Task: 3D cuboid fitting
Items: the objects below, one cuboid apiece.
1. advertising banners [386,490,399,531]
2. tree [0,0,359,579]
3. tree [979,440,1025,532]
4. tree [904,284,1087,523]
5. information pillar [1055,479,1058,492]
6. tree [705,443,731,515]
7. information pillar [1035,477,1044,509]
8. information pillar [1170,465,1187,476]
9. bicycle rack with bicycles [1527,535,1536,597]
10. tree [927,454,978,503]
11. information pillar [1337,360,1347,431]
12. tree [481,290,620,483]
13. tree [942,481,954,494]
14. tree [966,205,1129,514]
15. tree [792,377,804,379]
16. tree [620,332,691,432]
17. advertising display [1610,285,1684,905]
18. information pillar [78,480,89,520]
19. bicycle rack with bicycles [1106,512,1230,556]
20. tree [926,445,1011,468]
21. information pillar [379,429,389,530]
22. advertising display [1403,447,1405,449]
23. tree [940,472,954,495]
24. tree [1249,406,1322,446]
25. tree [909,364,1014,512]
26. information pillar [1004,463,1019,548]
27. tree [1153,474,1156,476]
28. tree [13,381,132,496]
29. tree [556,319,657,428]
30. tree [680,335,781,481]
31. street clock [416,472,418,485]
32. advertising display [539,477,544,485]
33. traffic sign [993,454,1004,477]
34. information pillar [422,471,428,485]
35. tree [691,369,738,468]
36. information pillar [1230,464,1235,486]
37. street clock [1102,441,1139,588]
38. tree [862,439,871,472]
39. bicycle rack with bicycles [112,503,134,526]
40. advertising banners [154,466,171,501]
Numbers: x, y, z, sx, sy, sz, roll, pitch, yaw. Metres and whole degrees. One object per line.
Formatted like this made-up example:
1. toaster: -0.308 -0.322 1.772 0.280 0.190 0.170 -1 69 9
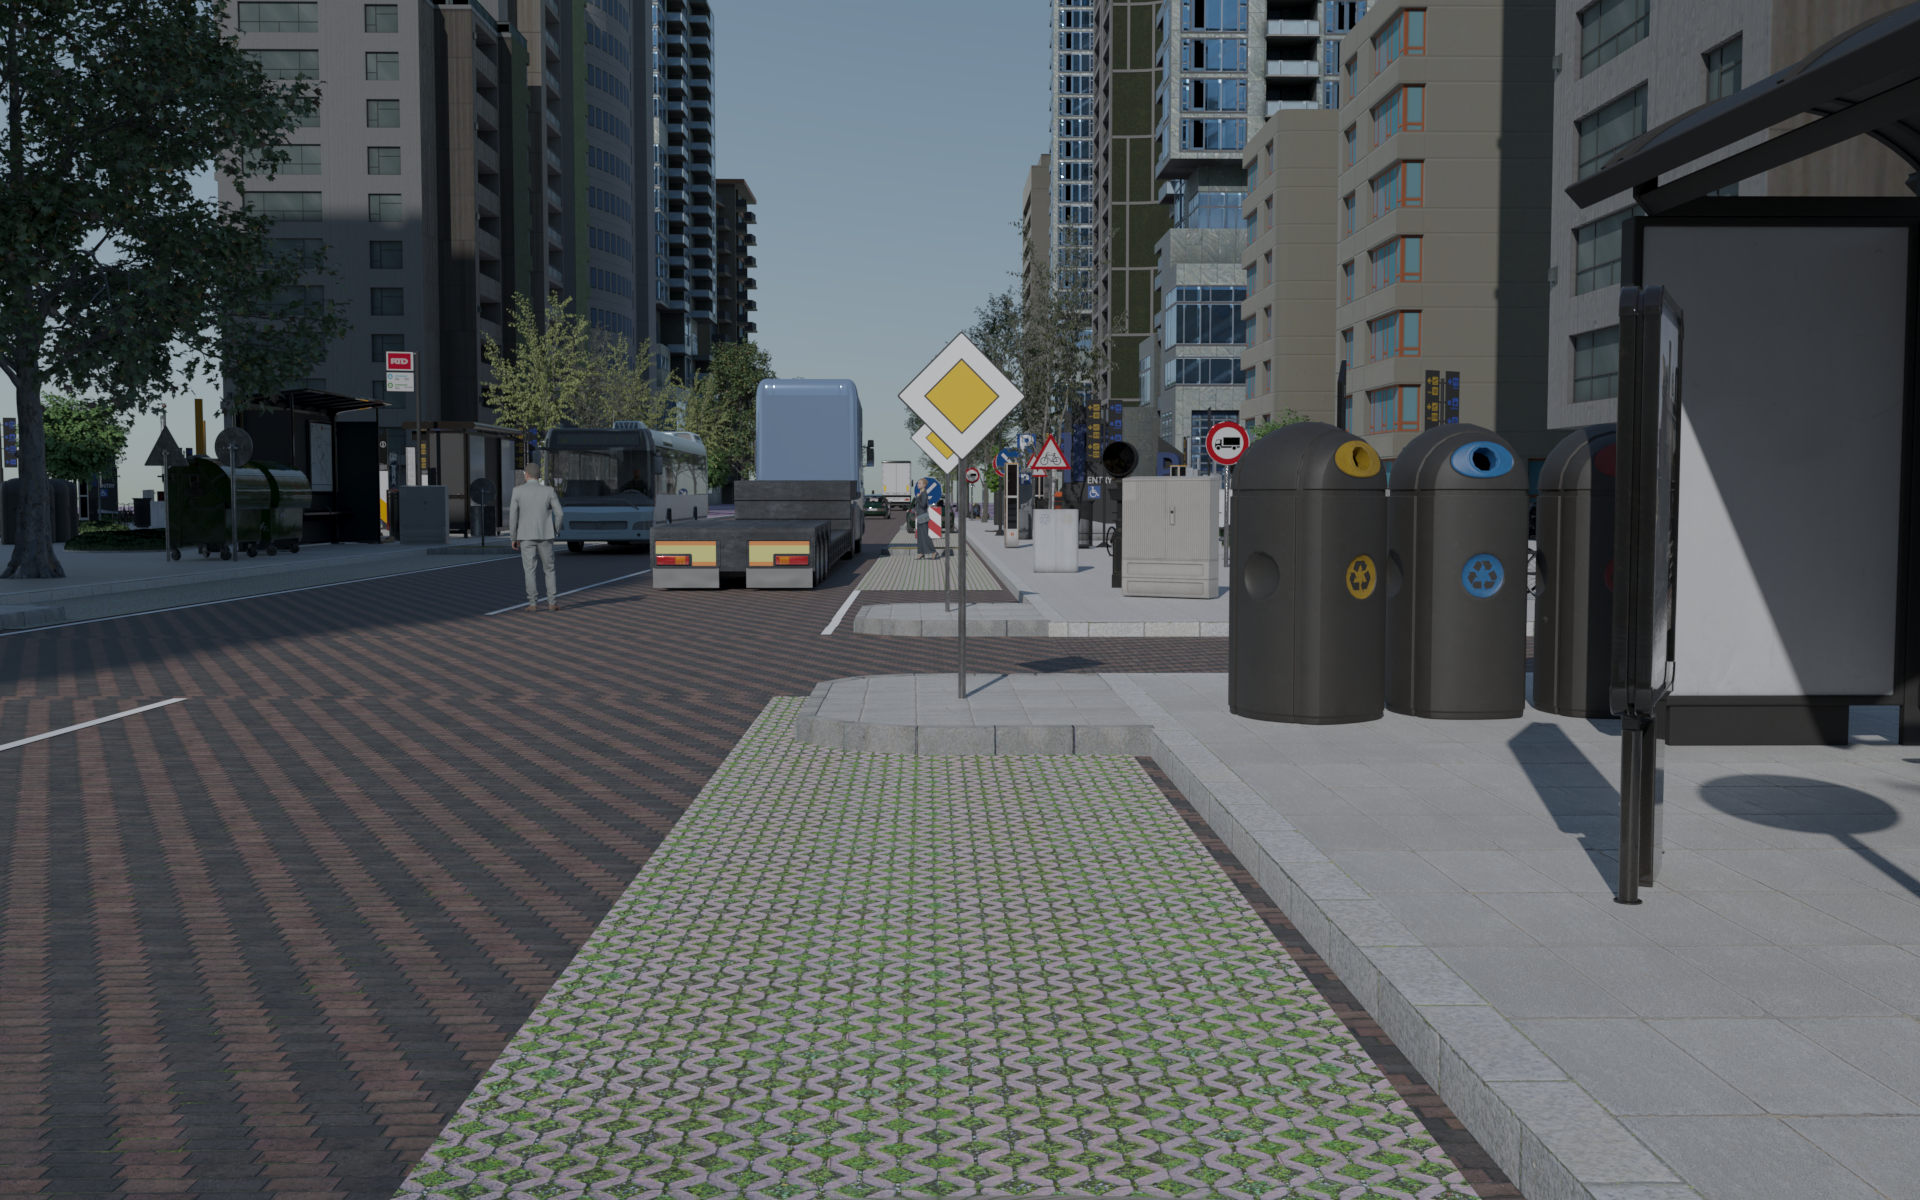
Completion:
1. advertising banners: -19.842 -3.945 60.695 2.074 3.025 0.090 0 4 1
2. tree: -14.275 -6.689 26.368 9.611 12.733 9.660 0 3 0
3. tree: 1.342 -3.918 58.667 1.663 3.219 1.824 0 3 0
4. tree: 1.355 -8.740 77.318 7.601 10.594 8.767 3 4 38
5. information pillar: 4.530 -4.819 83.286 0.304 2.012 0.304 1 4 21
6. tree: -15.898 -7.680 109.289 4.285 4.588 4.351 0 3 0
7. information pillar: 3.061 -3.840 67.270 0.304 2.012 0.304 3 5 40
8. information pillar: 5.581 -2.433 44.277 0.304 2.012 0.304 -3 5 -40
9. bicycle rack with bicycles: 7.736 -0.459 20.893 2.852 0.926 2.925 -3 5 -43
10. tree: -0.705 -19.518 237.239 7.486 12.596 7.792 0 3 0
11. information pillar: 6.612 -2.367 30.062 0.183 3.616 0.504 1 4 21
12. tree: -14.852 -6.813 61.752 4.737 8.622 4.395 0 3 0
13. tree: -1.885 -14.127 225.574 1.663 3.219 1.824 0 3 0
14. tree: 2.373 -5.780 44.873 4.360 8.622 3.978 0 3 0
15. tree: -16.406 -17.123 186.609 9.857 13.997 8.962 0 3 0
16. tree: -15.130 -7.914 79.753 4.737 8.622 4.395 0 3 0
17. advertising display: 2.287 -0.034 5.764 0.123 1.923 0.974 2 4 26
18. information pillar: -30.544 -3.417 60.354 0.304 2.012 0.304 -2 4 -30
19. bicycle rack with bicycles: 4.351 -1.298 34.602 2.852 0.926 2.925 -1 4 -9
20. tree: 0.185 -16.649 182.573 12.009 13.543 11.850 0 3 0
21. information pillar: -20.842 -4.348 62.445 0.504 3.616 0.183 0 4 -4
22. advertising display: 6.280 -1.165 24.264 0.123 1.923 0.974 1 4 18
23. tree: 0.950 -8.368 87.185 4.360 8.622 3.978 0 3 0
24. tree: 12.286 -4.954 64.715 4.285 4.588 4.351 0 3 0
25. tree: 0.227 -12.134 124.146 9.928 11.665 9.643 0 3 0
26. information pillar: 1.216 -2.232 40.987 0.304 2.012 0.304 0 4 -7
27. tree: 10.883 -5.903 91.118 1.663 3.219 1.824 0 3 0
28. tree: -25.393 -4.027 49.549 4.285 4.588 4.351 0 3 0
29. tree: -15.134 -7.498 72.951 4.360 8.622 3.978 0 3 0
30. tree: -15.802 -12.738 125.267 9.611 12.733 9.660 0 3 0
31. street clock: -17.579 -3.138 55.880 0.358 2.002 0.471 -1 4 -23
32. advertising display: -15.544 -3.707 65.821 0.974 1.923 0.123 -1 4 -16
33. traffic sign: 1.350 -3.134 51.348 0.768 2.556 0.104 0 4 6
34. information pillar: -23.128 -5.102 74.766 0.504 3.616 0.183 0 4 -3
35. tree: -15.519 -9.292 102.287 4.737 8.622 4.395 0 3 0
36. information pillar: 14.709 -6.242 93.413 0.183 3.616 0.504 -1 4 -18
37. street clock: 2.187 -1.169 23.679 0.471 2.002 0.358 1 4 17
38. tree: -17.717 -20.911 252.257 12.009 13.543 11.850 0 3 0
39. bicycle rack with bicycles: -33.064 -3.458 69.926 2.852 0.926 2.925 0 4 8
40. advertising banners: -41.999 -5.795 90.934 0.090 3.025 2.074 1 4 18
